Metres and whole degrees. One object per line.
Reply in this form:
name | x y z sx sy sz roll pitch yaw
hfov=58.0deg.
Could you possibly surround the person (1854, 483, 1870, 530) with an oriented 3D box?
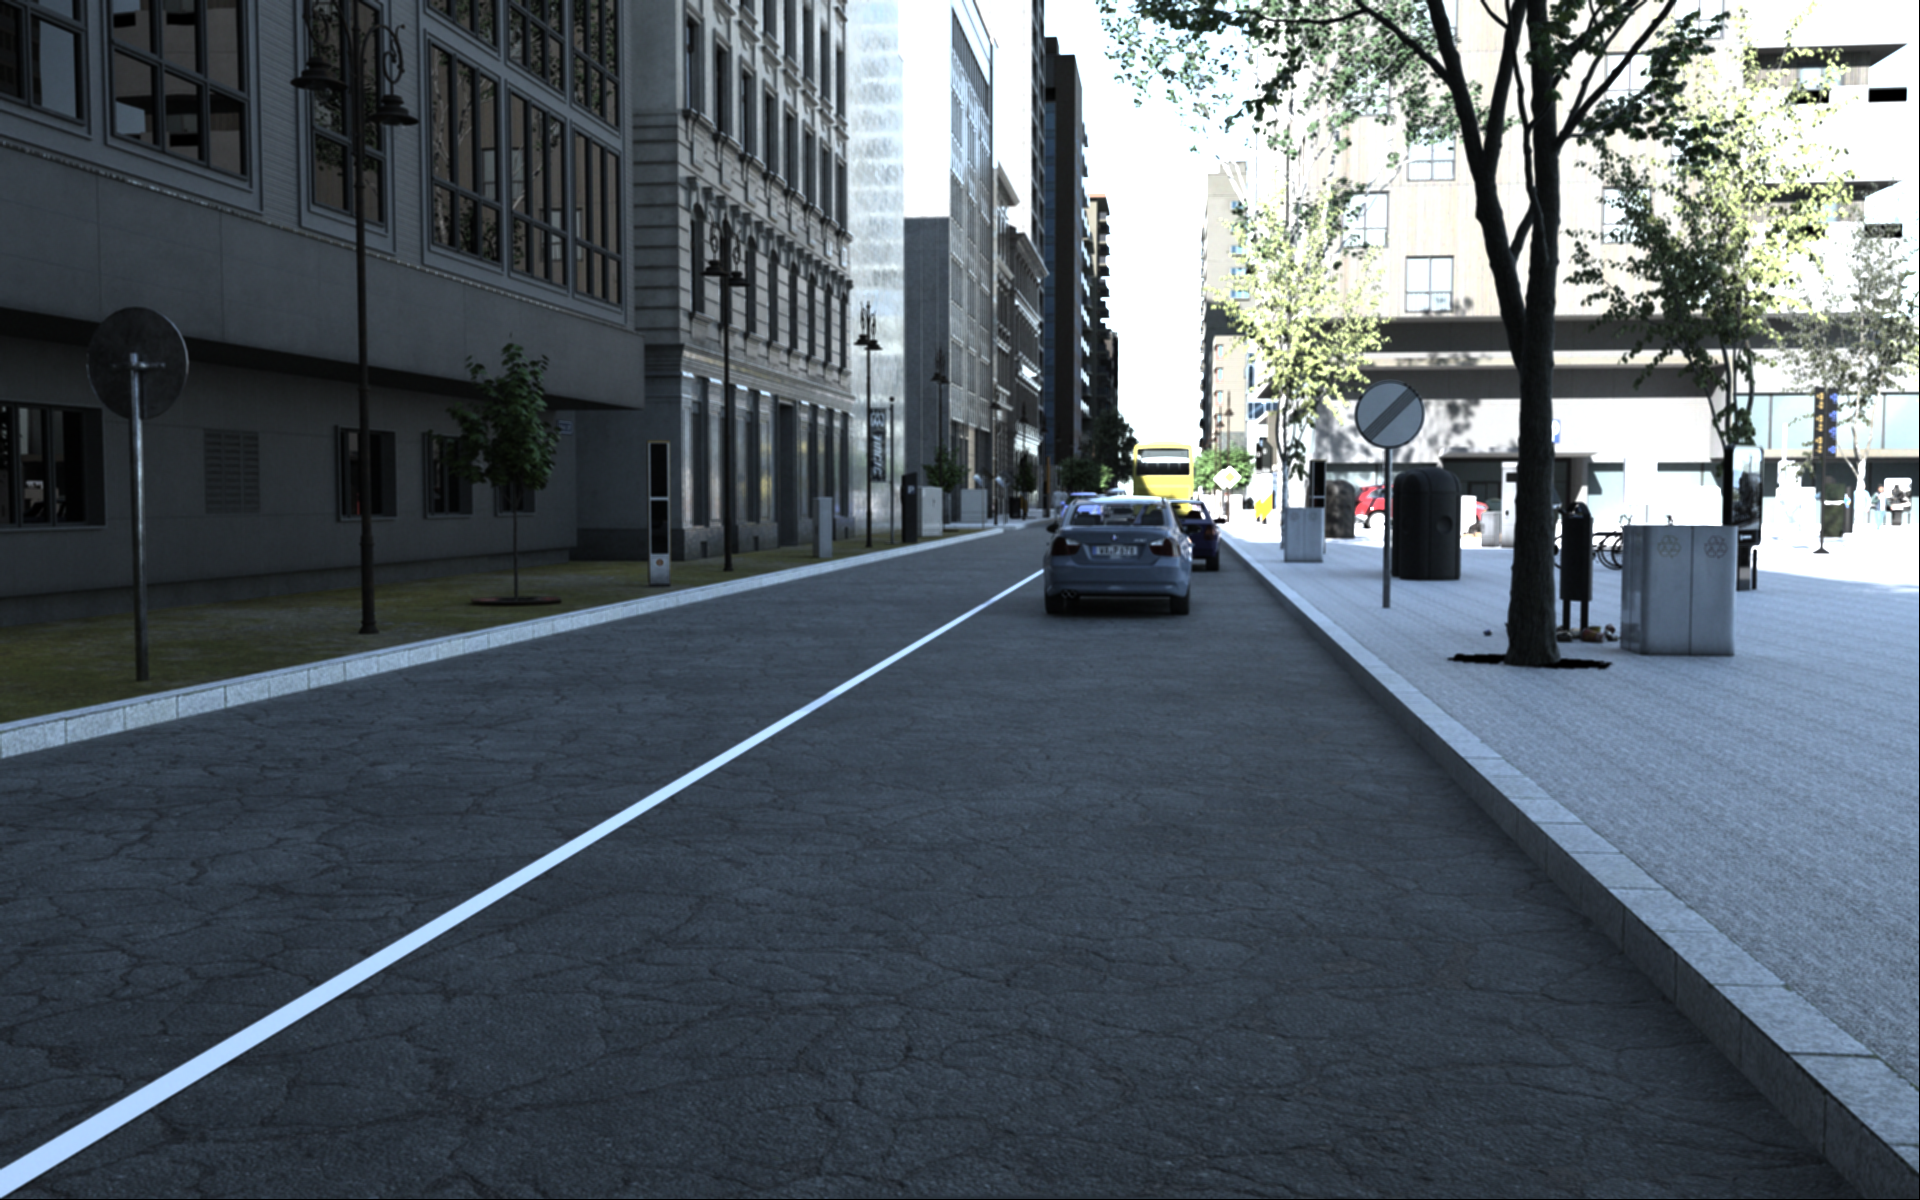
person | 32.152 -3.265 61.752 0.748 1.841 0.638 -2 4 -27

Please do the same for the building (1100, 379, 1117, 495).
building | 10.700 -26.382 276.388 27.650 21.520 28.899 0 4 7

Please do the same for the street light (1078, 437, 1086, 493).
street light | 9.541 -10.082 137.628 0.468 5.910 1.993 0 4 7

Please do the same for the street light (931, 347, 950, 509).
street light | -0.615 -4.999 54.521 0.468 5.910 1.993 0 4 7

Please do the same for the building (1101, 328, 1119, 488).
building | 19.928 -32.104 296.607 14.160 30.474 14.107 0 4 7

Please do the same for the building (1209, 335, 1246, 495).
building | 43.251 -21.816 201.736 27.650 21.520 28.899 0 4 7

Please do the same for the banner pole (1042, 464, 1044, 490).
banner pole | 6.961 -9.537 145.950 0.401 3.779 0.863 0 4 -7

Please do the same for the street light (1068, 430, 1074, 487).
street light | 8.013 -9.285 124.594 0.468 5.910 1.993 0 4 7

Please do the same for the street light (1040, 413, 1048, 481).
street light | 4.793 -7.684 98.425 0.468 5.910 1.993 0 4 7

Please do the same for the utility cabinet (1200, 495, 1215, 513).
utility cabinet | 17.150 -6.654 119.957 1.020 1.237 0.306 2 4 26

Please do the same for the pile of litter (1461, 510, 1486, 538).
pile of litter | 15.370 -2.224 50.321 1.719 0.858 1.176 2 4 34

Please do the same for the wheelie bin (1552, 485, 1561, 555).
wheelie bin | 12.085 -1.736 36.284 0.980 1.594 0.693 -1 4 -22

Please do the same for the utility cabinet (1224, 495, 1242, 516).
utility cabinet | 16.300 -5.635 103.293 1.020 1.237 0.306 -1 4 -14

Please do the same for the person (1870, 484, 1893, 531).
person | 33.313 -3.295 62.723 0.623 1.781 0.721 -2 4 -27

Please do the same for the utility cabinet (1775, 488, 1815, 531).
utility cabinet | 28.540 -3.089 59.184 0.318 1.500 1.173 -3 5 -42

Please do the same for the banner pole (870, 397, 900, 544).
banner pole | -1.963 -3.330 44.467 0.863 3.779 0.401 -1 4 -19

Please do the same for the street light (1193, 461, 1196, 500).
street light | 23.131 -11.937 167.962 0.468 5.910 1.993 0 4 7

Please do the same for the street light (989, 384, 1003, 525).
street light | 1.485 -6.053 71.747 0.468 5.910 1.993 0 4 7

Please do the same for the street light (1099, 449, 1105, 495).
street light | 14.039 -12.311 174.078 0.468 5.910 1.993 0 4 7

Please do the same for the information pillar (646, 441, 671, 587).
information pillar | -4.176 -1.194 24.010 0.304 2.012 0.304 -1 4 -13

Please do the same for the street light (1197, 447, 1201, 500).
street light | 20.216 -10.483 144.191 0.468 5.910 1.993 0 4 7

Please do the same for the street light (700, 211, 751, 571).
street light | -3.857 -3.417 28.659 0.468 5.910 1.993 0 4 7

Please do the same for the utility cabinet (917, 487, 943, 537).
utility cabinet | -0.937 -2.623 51.570 0.318 1.500 1.173 2 4 30

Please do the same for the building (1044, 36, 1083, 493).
building | 5.043 -32.086 174.710 14.600 45.320 14.200 0 4 7

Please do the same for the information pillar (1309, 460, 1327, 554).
information pillar | 7.688 -2.004 37.258 0.304 2.012 0.304 0 4 -1

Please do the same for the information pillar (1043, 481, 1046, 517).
information pillar | 4.732 -5.549 95.217 0.304 2.012 0.304 1 4 22

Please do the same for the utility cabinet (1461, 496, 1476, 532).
utility cabinet | 17.093 -2.919 58.895 0.306 1.237 1.020 -2 4 -24

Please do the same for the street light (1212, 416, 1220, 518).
street light | 13.520 -7.175 90.092 0.468 5.910 1.993 0 4 7

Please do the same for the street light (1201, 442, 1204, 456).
street light | 18.506 -9.595 129.658 0.468 5.910 1.993 0 4 7

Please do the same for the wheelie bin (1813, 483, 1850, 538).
wheelie bin | 25.790 -2.651 51.256 0.980 1.594 0.693 2 4 27

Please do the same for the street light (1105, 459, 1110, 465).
street light | 15.642 -13.099 186.964 0.468 5.910 1.993 0 4 7

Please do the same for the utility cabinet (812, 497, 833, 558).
utility cabinet | -2.805 -1.470 35.195 0.306 1.237 1.020 -1 4 -12

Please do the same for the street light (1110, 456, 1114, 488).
street light | 17.187 -13.888 199.856 0.468 5.910 1.993 0 4 7

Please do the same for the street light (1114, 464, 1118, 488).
street light | 18.872 -14.691 212.991 0.468 5.910 1.993 0 4 7

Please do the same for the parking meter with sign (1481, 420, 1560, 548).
parking meter with sign | 13.268 -2.746 41.152 1.738 3.016 0.543 3 5 42

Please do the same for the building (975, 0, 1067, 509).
building | -0.673 -43.924 156.407 20.563 71.187 20.611 0 4 7

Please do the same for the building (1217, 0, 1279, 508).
building | 37.312 -52.458 170.362 22.319 86.520 31.000 0 4 7

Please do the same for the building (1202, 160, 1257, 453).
building | 45.501 -38.088 246.438 21.300 48.544 21.600 0 4 7

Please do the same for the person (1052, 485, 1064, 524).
person | 4.690 -4.516 82.213 0.514 1.842 0.818 -2 4 -31

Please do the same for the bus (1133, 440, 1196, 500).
bus | 9.258 -5.316 78.471 2.896 3.916 12.252 0 4 7

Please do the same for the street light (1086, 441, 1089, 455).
street light | 10.750 -10.702 147.768 0.468 5.910 1.993 0 4 7

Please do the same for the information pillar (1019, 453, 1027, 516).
information pillar | 3.662 -6.649 100.073 0.504 3.616 0.183 2 4 32

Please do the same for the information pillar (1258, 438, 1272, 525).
information pillar | 12.734 -4.927 71.911 0.183 3.616 0.504 -3 5 -41

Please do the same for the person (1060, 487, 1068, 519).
person | 5.305 -4.882 88.540 0.478 1.798 0.641 3 5 44

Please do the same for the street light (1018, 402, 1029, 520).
street light | 3.160 -6.896 85.543 0.468 5.910 1.993 0 4 7

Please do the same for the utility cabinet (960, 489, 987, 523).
utility cabinet | 0.607 -4.148 76.497 1.173 1.500 0.318 0 4 -6

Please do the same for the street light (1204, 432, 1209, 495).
street light | 16.846 -8.784 116.407 0.468 5.910 1.993 0 4 7

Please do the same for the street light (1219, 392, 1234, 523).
street light | 11.960 -6.386 77.201 0.468 5.910 1.993 0 4 7

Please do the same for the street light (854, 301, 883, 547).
street light | -2.194 -4.211 41.632 0.468 5.910 1.993 0 4 7

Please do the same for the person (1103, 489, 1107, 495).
person | 11.532 -7.818 136.505 0.709 1.800 0.728 2 4 27

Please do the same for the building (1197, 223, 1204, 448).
building | 48.604 -37.732 271.549 22.147 44.769 28.867 0 4 7

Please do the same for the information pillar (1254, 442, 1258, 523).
information pillar | 13.501 -5.289 77.826 0.504 3.616 0.183 2 4 32

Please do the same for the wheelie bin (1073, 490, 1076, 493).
wheelie bin | 8.206 -7.317 127.537 0.693 1.594 0.980 3 4 37

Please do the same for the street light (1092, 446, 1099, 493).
street light | 12.445 -11.523 161.191 0.468 5.910 1.993 0 4 7

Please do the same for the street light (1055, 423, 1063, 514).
street light | 6.344 -8.473 111.317 0.468 5.910 1.993 0 4 7

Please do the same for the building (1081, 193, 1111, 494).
building | 10.026 -36.170 246.003 22.147 44.769 28.867 0 4 7

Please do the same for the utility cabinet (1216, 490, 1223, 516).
utility cabinet | 15.232 -5.670 101.382 0.318 1.500 1.173 1 4 16

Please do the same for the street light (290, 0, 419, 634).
street light | -5.445 -2.629 15.772 0.468 5.910 1.993 0 4 7

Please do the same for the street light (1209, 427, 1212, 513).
street light | 15.209 -7.962 102.967 0.468 5.910 1.993 0 4 7
